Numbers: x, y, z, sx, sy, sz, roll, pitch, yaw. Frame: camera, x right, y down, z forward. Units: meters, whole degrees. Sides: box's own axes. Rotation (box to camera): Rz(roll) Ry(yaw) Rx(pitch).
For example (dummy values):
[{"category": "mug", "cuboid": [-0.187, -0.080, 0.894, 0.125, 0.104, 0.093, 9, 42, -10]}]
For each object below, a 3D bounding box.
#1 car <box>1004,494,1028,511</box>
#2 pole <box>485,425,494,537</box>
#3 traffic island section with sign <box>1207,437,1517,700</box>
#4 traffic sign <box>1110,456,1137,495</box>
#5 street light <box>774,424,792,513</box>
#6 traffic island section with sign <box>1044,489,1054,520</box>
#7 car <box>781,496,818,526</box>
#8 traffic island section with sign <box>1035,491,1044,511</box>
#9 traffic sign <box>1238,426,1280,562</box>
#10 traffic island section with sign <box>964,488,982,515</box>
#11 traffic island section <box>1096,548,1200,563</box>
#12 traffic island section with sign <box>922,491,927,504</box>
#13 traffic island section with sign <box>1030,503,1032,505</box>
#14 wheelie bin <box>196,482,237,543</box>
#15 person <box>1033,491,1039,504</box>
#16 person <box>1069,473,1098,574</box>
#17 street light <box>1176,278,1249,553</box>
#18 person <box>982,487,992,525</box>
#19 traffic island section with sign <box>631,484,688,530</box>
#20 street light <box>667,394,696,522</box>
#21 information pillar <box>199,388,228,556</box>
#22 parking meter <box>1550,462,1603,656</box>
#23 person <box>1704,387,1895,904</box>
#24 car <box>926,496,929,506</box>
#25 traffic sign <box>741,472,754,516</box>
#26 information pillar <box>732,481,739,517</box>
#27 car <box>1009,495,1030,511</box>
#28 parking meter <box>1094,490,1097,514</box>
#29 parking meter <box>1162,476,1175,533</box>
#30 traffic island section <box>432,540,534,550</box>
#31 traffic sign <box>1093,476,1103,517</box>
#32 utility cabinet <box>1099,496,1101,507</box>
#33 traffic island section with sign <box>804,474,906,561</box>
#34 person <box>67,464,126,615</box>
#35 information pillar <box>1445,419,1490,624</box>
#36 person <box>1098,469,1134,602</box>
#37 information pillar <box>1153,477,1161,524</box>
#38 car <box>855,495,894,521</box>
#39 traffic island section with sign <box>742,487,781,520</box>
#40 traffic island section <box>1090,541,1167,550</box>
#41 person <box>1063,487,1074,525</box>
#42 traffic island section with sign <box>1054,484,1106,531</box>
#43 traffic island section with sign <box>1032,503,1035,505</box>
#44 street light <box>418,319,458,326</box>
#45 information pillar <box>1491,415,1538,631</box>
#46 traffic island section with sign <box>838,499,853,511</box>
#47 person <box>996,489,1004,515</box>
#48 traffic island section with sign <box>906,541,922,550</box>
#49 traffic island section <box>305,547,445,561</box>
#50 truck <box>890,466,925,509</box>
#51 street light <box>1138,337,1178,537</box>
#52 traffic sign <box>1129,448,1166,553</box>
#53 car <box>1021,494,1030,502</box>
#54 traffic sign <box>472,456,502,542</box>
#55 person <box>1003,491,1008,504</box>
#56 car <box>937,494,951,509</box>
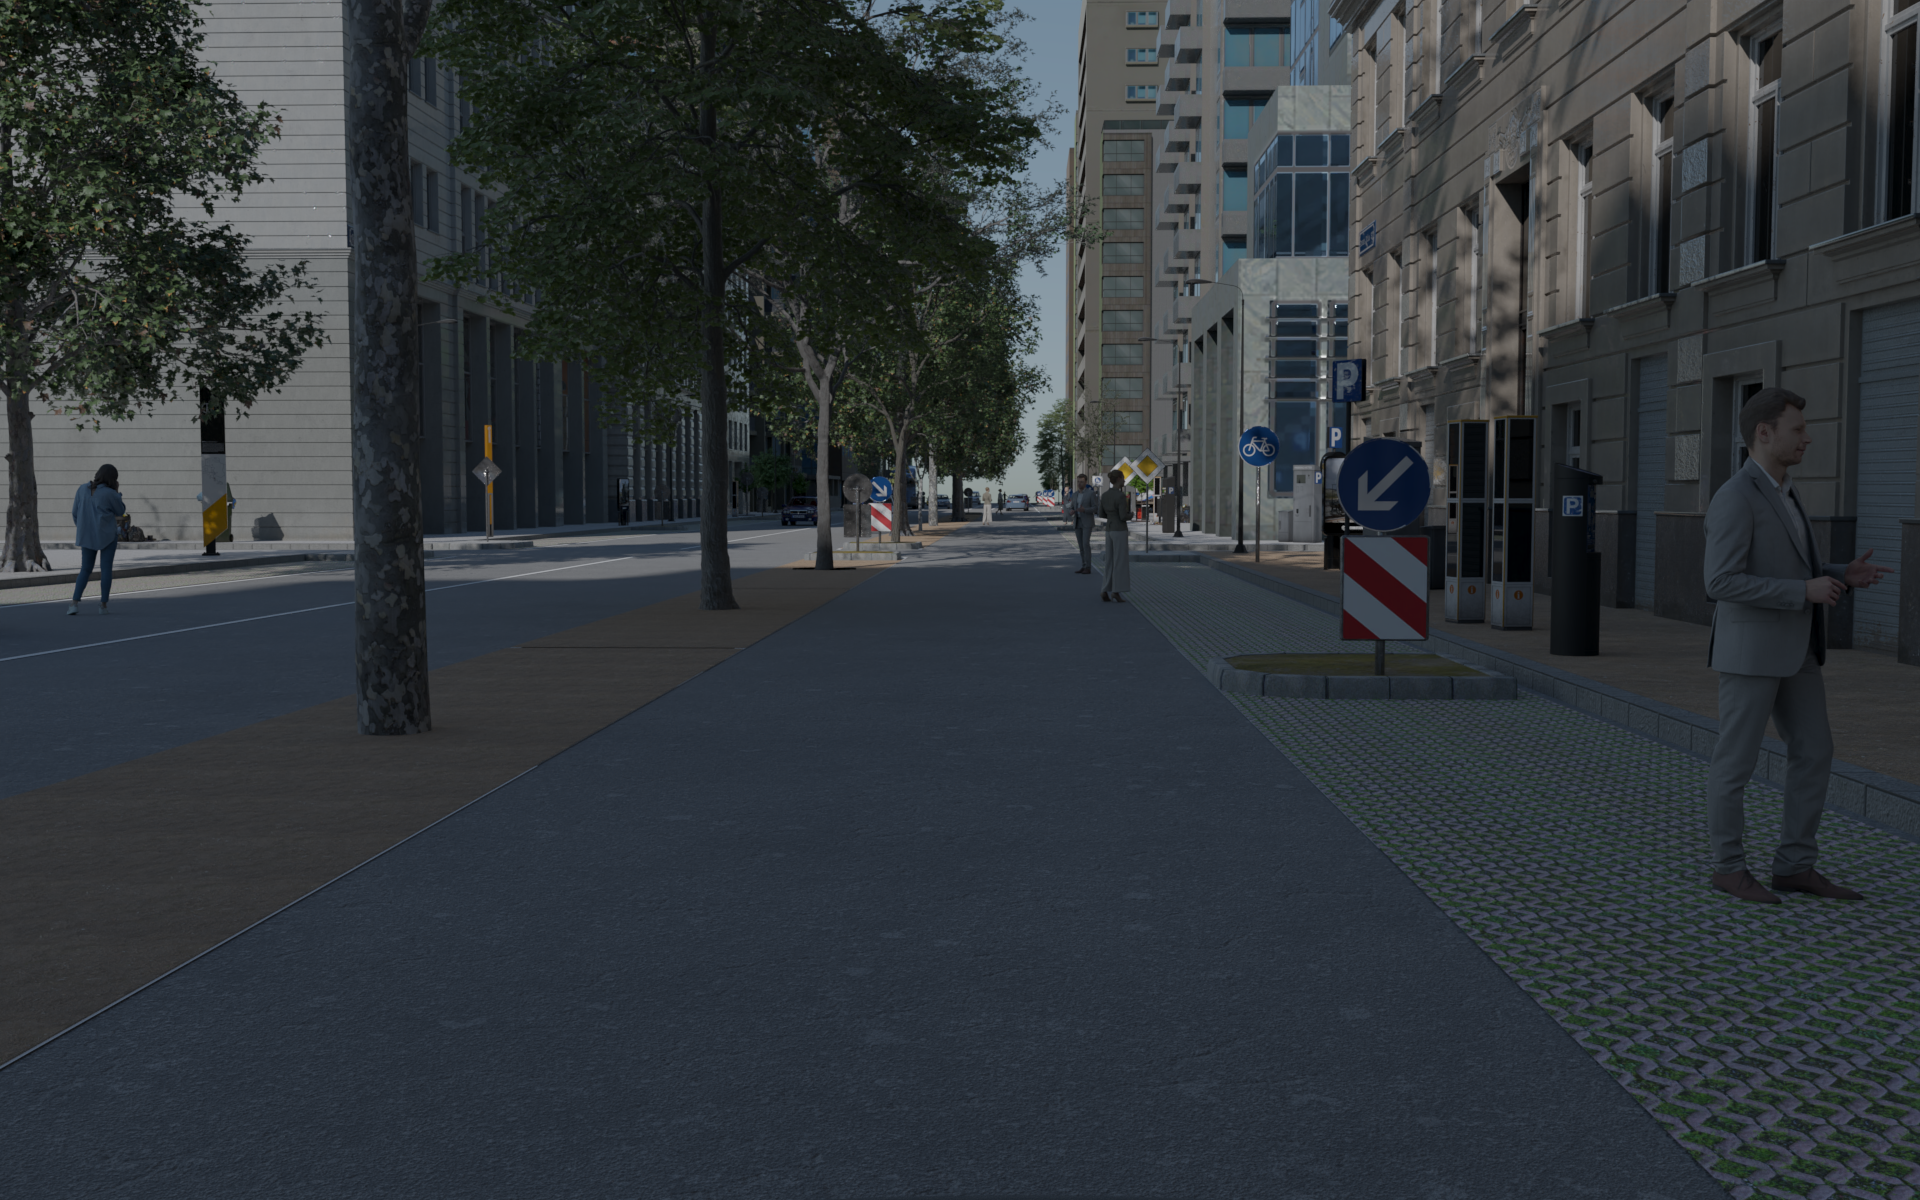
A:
[{"category": "car", "cuboid": [4.714, -8.123, 144.819, 2.014, 1.417, 4.499, 0, 4, 3]}, {"category": "pole", "cuboid": [-13.973, -3.519, 51.386, 0.158, 3.312, 0.155, 0, 3, 0]}, {"category": "traffic island section with sign", "cuboid": [2.899, -0.265, 12.954, 1.989, 1.847, 2.006, 0, 4, 2]}, {"category": "traffic sign", "cuboid": [4.334, -2.562, 45.537, 0.795, 2.450, 0.064, 0, 4, 2]}, {"category": "street light", "cuboid": [-11.717, -8.716, 115.050, 1.470, 5.913, 1.316, 0, 4, 2]}, {"category": "traffic island section with sign", "cuboid": [5.742, -5.269, 94.784, 1.989, 1.847, 2.006, 0, 4, 2]}, {"category": "car", "cuboid": [-7.135, -4.091, 79.466, 1.945, 1.354, 3.894, 0, 4, 3]}, {"category": "traffic island section with sign", "cuboid": [7.477, -8.335, 144.911, 1.989, 1.847, 2.006, 0, 4, 2]}, {"category": "traffic sign", "cuboid": [5.586, -1.978, 32.440, 0.768, 2.556, 0.104, 0, 4, 5]}, {"category": "traffic island section with sign", "cuboid": [0.551, -6.878, 120.589, 2.006, 1.907, 1.989, 0, 4, 2]}, {"category": "traffic island section", "cuboid": [4.080, -0.939, 37.633, 2.009, 0.180, 2.903, 0, 4, 2]}, {"category": "traffic island section with sign", "cuboid": [-5.368, -15.082, 255.214, 1.989, 1.847, 2.006, 0, 4, 2]}, {"category": "traffic island section with sign", "cuboid": [10.358, -13.404, 227.783, 1.989, 1.847, 2.006, 0, 4, 2]}, {"category": "wheelie bin", "cuboid": [-19.699, -2.320, 45.841, 0.980, 1.594, 0.693, -3, 5, -41]}, {"category": "person", "cuboid": [10.370, -13.647, 231.557, 1.348, 1.831, 0.705, 3, 4, 38]}, {"category": "person", "cuboid": [2.168, -1.376, 31.193, 0.606, 1.804, 0.583, 2, 4, 35]}, {"category": "street light", "cuboid": [5.551, -3.970, 37.455, 1.470, 5.913, 1.316, 0, 4, 2]}, {"category": "person", "cuboid": [1.285, -4.331, 79.863, 0.519, 1.759, 0.362, 2, 4, 34]}, {"category": "traffic island section with sign", "cuboid": [-11.851, -3.671, 68.653, 1.989, 1.847, 2.006, 0, 4, 2]}, {"category": "street light", "cuboid": [-12.936, -6.612, 80.653, 1.470, 5.913, 1.316, 0, 4, 2]}, {"category": "information pillar", "cuboid": [-15.520, -2.730, 35.987, 0.504, 3.616, 0.183, -1, 4, -18]}, {"category": "parking meter", "cuboid": [4.917, -0.331, 13.815, 0.372, 1.533, 0.369, 0, 3, 0]}, {"category": "person", "cuboid": [2.896, 0.163, 6.038, 0.583, 1.804, 0.606, 3, 5, 44]}, {"category": "car", "cuboid": [-3.189, -12.358, 212.272, 2.015, 1.641, 3.980, 0, 4, 2]}, {"category": "traffic sign", "cuboid": [-12.412, -6.167, 100.936, 0.768, 2.556, 0.104, 0, 4, 6]}, {"category": "information pillar", "cuboid": [-12.664, -5.690, 97.525, 0.304, 2.012, 0.304, 1, 4, 9]}, {"category": "car", "cuboid": [5.059, -8.359, 149.250, 1.945, 1.354, 3.894, 0, 4, 1]}, {"category": "parking meter", "cuboid": [8.509, -6.145, 108.885, 0.372, 1.533, 0.369, 0, 3, 0]}, {"category": "parking meter", "cuboid": [6.833, -3.125, 56.798, 0.399, 1.863, 0.255, -2, 4, -28]}, {"category": "traffic island section", "cuboid": [-12.624, -1.463, 46.206, 2.009, 0.180, 2.903, 0, 4, 2]}, {"category": "traffic sign", "cuboid": [7.772, -5.848, 97.752, 0.606, 2.300, 0.079, 0, 4, 5]}, {"category": "utility cabinet", "cuboid": [7.828, -5.128, 95.000, 0.306, 1.237, 1.020, 1, 4, 11]}, {"category": "traffic island section with sign", "cuboid": [-2.315, -1.832, 38.093, 2.006, 1.907, 1.989, 0, 4, 2]}, {"category": "person", "cuboid": [-10.288, -0.724, 20.599, 0.793, 1.790, 0.793, -2, 4, -34]}, {"category": "information pillar", "cuboid": [5.037, -0.779, 17.222, 0.304, 2.012, 0.304, -1, 4, -10]}, {"category": "person", "cuboid": [2.096, -0.848, 22.921, 0.362, 1.759, 0.519, -2, 4, -35]}, {"category": "information pillar", "cuboid": [8.449, -4.266, 74.246, 0.304, 2.012, 0.304, 0, 4, 5]}, {"category": "car", "cuboid": [-3.443, -3.695, 72.420, 2.014, 1.417, 4.499, 0, 4, 2]}, {"category": "traffic island section with sign", "cuboid": [-10.915, -5.319, 95.592, 1.989, 1.847, 2.006, 0, 4, 2]}, {"category": "traffic island section", "cuboid": [4.357, -1.427, 45.613, 2.009, 0.180, 2.903, 0, 4, 2]}, {"category": "person", "cuboid": [4.968, -4.344, 79.944, 0.534, 1.772, 0.576, -3, 5, -40]}, {"category": "traffic island section with sign", "cuboid": [4.802, -3.619, 67.798, 1.989, 1.847, 2.006, 0, 4, 2]}, {"category": "traffic island section with sign", "cuboid": [8.429, -10.005, 172.210, 1.989, 1.847, 2.006, 0, 4, 2]}, {"category": "street light", "cuboid": [-14.021, -4.502, 46.150, 1.470, 5.913, 1.316, 0, 4, 2]}, {"category": "information pillar", "cuboid": [5.220, -0.724, 16.330, 0.304, 2.012, 0.304, 0, 4, -5]}, {"category": "traffic island section with sign", "cuboid": [-9.171, -8.388, 145.771, 1.989, 1.847, 2.006, 0, 4, 2]}, {"category": "person", "cuboid": [2.718, -6.728, 118.722, 0.641, 1.798, 0.478, -1, 4, -12]}, {"category": "traffic island section with sign", "cuboid": [-2.048, -2.285, 45.496, 2.006, 1.907, 1.989, 0, 4, 2]}, {"category": "traffic island section", "cuboid": [-12.901, -0.975, 38.226, 2.009, 0.180, 2.903, 0, 4, 2]}, {"category": "truck", "cuboid": [-5.096, -11.064, 170.647, 2.967, 4.110, 18.799, 0, 4, 2]}, {"category": "street light", "cuboid": [5.958, -4.823, 51.389, 1.470, 5.913, 1.316, 0, 4, 2]}, {"category": "traffic sign", "cuboid": [4.056, -2.074, 37.557, 0.795, 2.450, 0.064, 0, 4, 2]}, {"category": "car", "cuboid": [8.043, -13.137, 223.823, 2.155, 1.783, 4.494, 0, 4, 1]}, {"category": "traffic sign", "cuboid": [-12.600, -2.599, 46.143, 0.795, 2.450, 0.064, 0, 4, 2]}, {"category": "person", "cuboid": [6.475, -14.776, 250.107, 0.705, 1.821, 1.348, 3, 5, 43]}, {"category": "car", "cuboid": [-1.819, -9.473, 166.892, 2.014, 1.417, 4.499, 0, 3, 0]}]
